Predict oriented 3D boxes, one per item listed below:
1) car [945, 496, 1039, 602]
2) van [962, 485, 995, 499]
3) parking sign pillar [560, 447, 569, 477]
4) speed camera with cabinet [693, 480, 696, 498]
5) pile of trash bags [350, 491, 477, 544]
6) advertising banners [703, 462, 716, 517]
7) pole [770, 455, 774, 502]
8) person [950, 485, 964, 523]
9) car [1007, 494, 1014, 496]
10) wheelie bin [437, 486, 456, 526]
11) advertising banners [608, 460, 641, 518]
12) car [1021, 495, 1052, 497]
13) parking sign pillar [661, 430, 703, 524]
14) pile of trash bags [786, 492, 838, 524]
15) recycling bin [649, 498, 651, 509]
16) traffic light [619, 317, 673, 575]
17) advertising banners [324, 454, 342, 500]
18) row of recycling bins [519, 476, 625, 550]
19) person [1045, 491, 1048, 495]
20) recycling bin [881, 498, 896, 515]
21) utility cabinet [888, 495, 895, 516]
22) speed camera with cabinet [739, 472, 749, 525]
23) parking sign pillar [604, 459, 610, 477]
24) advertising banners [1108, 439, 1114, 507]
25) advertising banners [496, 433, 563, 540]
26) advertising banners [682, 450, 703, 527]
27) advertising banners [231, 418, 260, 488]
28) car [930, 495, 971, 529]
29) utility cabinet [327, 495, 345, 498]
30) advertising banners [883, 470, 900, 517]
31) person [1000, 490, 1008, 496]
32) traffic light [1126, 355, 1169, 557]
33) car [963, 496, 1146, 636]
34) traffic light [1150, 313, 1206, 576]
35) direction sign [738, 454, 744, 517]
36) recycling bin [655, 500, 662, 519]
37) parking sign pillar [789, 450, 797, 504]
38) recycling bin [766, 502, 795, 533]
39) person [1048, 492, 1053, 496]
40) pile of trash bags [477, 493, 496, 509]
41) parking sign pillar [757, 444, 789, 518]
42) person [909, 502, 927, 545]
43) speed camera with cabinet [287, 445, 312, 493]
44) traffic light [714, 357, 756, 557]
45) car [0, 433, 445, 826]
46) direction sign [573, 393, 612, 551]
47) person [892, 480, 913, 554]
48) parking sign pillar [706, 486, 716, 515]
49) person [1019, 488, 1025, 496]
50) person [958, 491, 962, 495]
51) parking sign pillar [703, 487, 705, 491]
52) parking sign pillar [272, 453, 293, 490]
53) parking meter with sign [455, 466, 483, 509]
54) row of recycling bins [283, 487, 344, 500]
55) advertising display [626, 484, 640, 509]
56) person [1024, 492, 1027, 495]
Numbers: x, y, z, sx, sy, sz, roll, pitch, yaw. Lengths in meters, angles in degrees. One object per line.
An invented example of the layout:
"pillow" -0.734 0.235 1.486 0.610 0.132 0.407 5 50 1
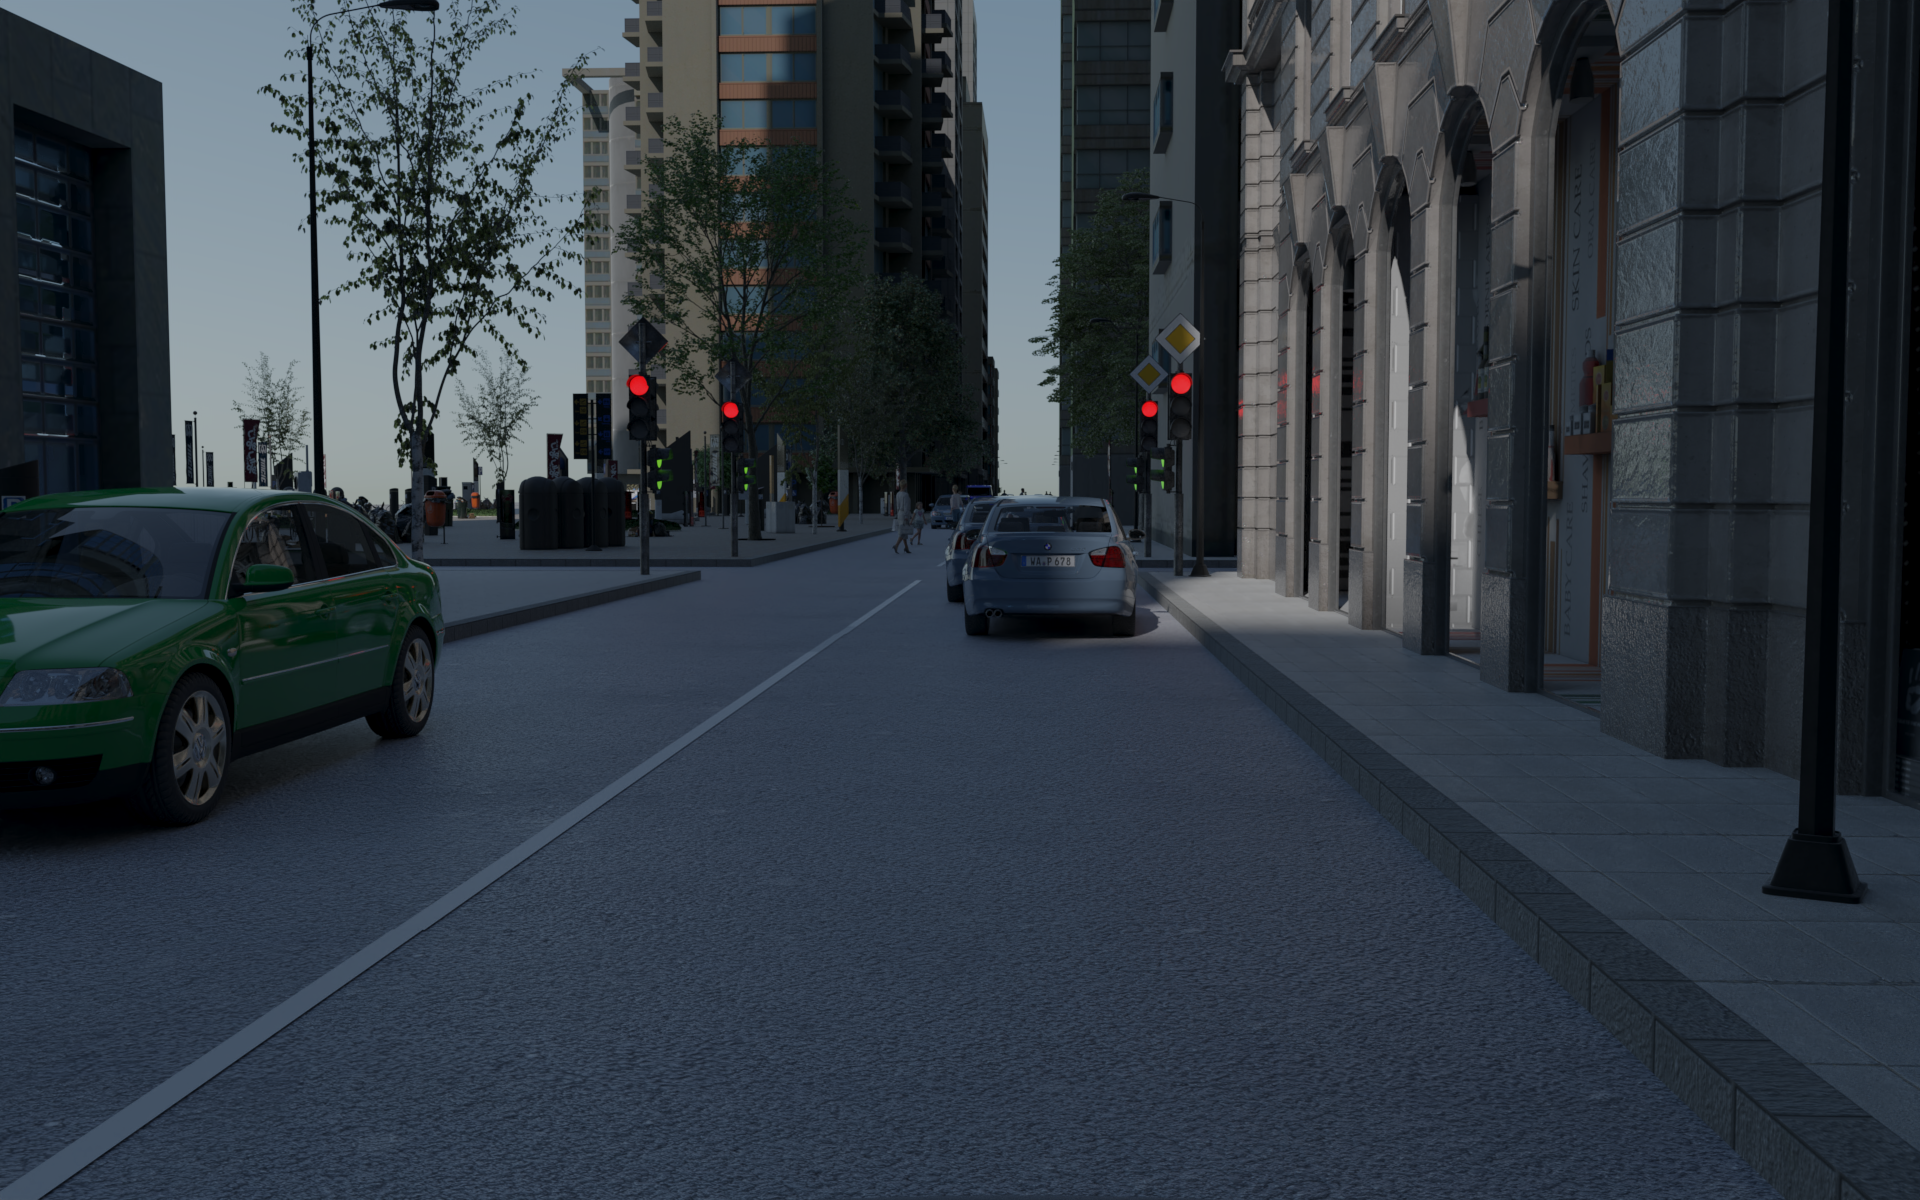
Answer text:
"car" 0.765 -0.748 24.236 2.014 1.417 4.499 0 4 3
"van" 1.289 -6.881 116.895 2.240 2.365 5.245 0 4 2
"parking sign pillar" -20.712 -6.183 89.557 1.447 3.967 1.447 -3 5 -39
"speed camera with cabinet" -17.612 -7.135 110.991 2.038 3.252 0.660 0 4 -8
"pile of trash bags" -14.596 -2.163 45.113 3.447 1.369 1.912 2 4 32
"advertising banners" -14.235 -6.057 95.213 2.074 3.025 0.090 1 4 21
"pole" -9.936 -5.970 91.447 0.158 3.312 0.155 0 3 0
"person" 0.012 -3.013 58.437 0.598 1.740 0.731 1 4 18
"car" 5.003 -10.394 180.167 2.015 1.641 3.980 0 4 3
"wheelie bin" -20.409 -3.709 68.544 0.980 1.594 0.693 -3 5 -42
"advertising banners" -17.215 -5.722 89.737 2.074 3.025 0.090 -2 4 -28
"car" 2.020 -2.059 45.666 2.014 1.417 4.499 0 4 3
"parking sign pillar" -12.029 -5.213 73.711 1.447 3.967 1.447 1 4 13
"pile of trash bags" -6.269 -3.930 74.009 3.447 1.369 1.912 3 5 42
"recycling bin" -18.891 -5.559 103.451 0.722 1.027 0.722 0 4 -1
"traffic light" -4.996 -2.356 27.445 0.839 4.253 0.868 0 4 3
"advertising banners" -27.328 -4.837 75.278 0.090 3.025 2.074 -3 5 -42
"row of recycling bins" -9.130 -2.082 41.161 1.069 1.692 3.534 2 4 24
"person" 12.615 -14.985 253.139 1.348 1.869 0.705 -3 4 -36
"recycling bin" -4.506 -5.885 108.779 0.722 1.027 0.722 2 4 26
"utility cabinet" -4.070 -5.561 102.076 0.306 1.237 1.020 1 4 10
"speed camera with cabinet" -8.726 -4.771 72.344 0.660 3.252 2.038 0 4 8
"parking sign pillar" -22.670 -7.488 110.904 1.447 3.967 1.447 0 4 -3
"advertising banners" 4.762 -3.578 54.681 0.090 3.025 2.074 0 4 2
"advertising banners" -12.247 -3.255 49.403 2.074 3.025 0.090 -3 5 -39
"advertising banners" -10.655 -4.429 68.604 0.090 3.025 2.074 0 4 8
"advertising banners" -16.700 -2.646 39.451 0.090 3.025 2.074 2 4 24
"car" -0.242 -3.704 72.558 2.014 1.417 4.499 0 4 3
"utility cabinet" -36.311 -5.476 100.695 1.020 1.237 0.306 -1 4 -21
"advertising banners" -3.890 -6.288 98.988 0.090 3.025 2.074 -2 4 -28
"person" 4.079 -9.181 158.595 1.348 1.826 0.705 1 4 20
"traffic light" 3.792 -2.820 35.031 0.839 4.253 0.868 0 4 3
"car" 1.019 -0.415 18.794 2.014 1.417 4.499 0 4 5
"traffic light" 3.406 -2.332 27.055 0.839 4.253 0.868 0 4 3
"direction sign" -12.286 -6.426 97.070 0.379 3.537 0.876 -2 4 -23
"recycling bin" -12.950 -3.873 75.870 0.722 1.027 0.722 0 4 -1
"parking sign pillar" -10.116 -6.999 102.912 1.447 3.967 1.447 -2 4 -27
"recycling bin" -5.882 -2.707 56.807 0.722 1.027 0.722 -2 4 -35
"person" 12.090 -13.613 231.601 0.617 1.759 0.750 1 4 16
"pile of trash bags" -28.514 -5.786 104.351 1.912 1.369 3.447 1 4 10
"parking sign pillar" -10.232 -6.359 92.449 1.447 3.967 1.447 1 4 19
"person" -1.165 -2.160 48.824 0.505 1.210 0.382 -3 5 -44
"speed camera with cabinet" -26.743 -4.631 70.055 0.660 3.252 2.038 -2 4 -33
"traffic light" -4.610 -2.844 35.420 0.839 4.253 0.868 0 4 3
"car" -4.122 -0.006 8.895 1.959 1.807 4.718 0 4 2
"direction sign" -8.261 -2.873 38.976 0.876 3.537 0.379 0 4 5
"person" -1.406 -2.006 41.658 0.624 1.780 0.694 -1 4 -23
"parking sign pillar" -15.570 -7.135 105.135 1.447 3.967 1.447 1 4 17
"person" 3.671 -5.778 103.236 0.850 1.792 0.678 1 4 10
"person" -0.017 -6.043 109.105 0.330 1.601 0.589 0 4 7
"parking sign pillar" -13.089 -5.730 82.165 1.447 3.967 1.447 0 4 7
"parking sign pillar" -43.808 -7.557 112.030 1.447 3.967 1.447 2 4 32
"parking meter with sign" -31.147 -6.938 109.698 1.738 3.016 0.543 1 4 12
"row of recycling bins" -37.021 -5.629 99.150 3.534 1.692 1.069 0 4 -1
"advertising display" -20.769 -6.419 110.158 0.974 1.923 0.123 2 4 24
"person" 8.371 -12.767 217.963 0.721 1.743 1.217 2 4 24
